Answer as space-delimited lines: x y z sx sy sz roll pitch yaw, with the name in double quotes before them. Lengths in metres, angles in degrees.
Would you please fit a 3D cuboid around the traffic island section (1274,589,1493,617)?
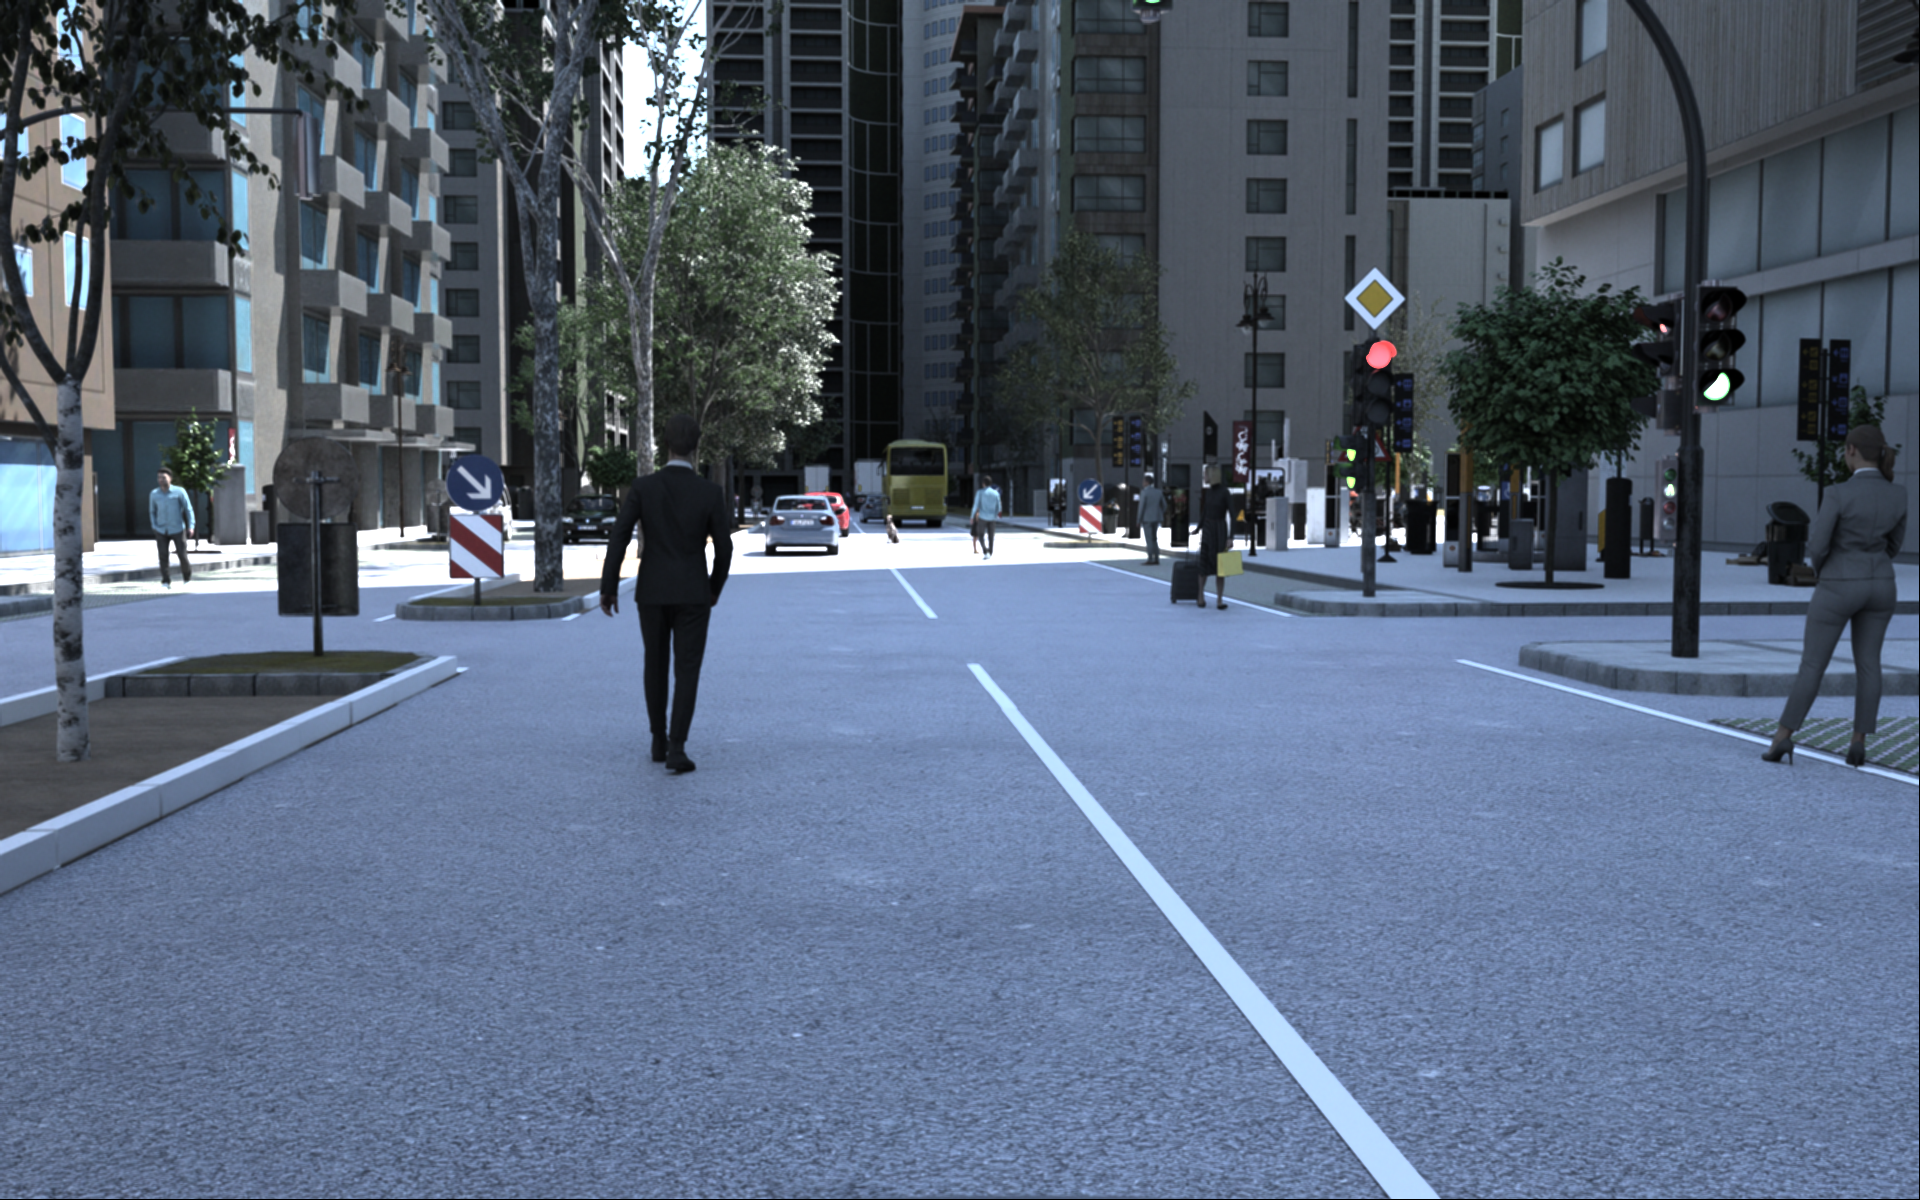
"traffic island section" 5.134 0.039 21.646 2.009 0.180 2.903 0 4 -4

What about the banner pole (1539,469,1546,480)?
"banner pole" 12.707 -2.882 37.131 0.863 3.779 0.401 1 4 23

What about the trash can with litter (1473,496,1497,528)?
"trash can with litter" 20.687 -3.338 65.629 2.233 1.210 1.678 3 5 42

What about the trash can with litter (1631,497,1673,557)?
"trash can with litter" 14.242 -1.529 36.055 1.678 1.210 2.233 0 4 -2

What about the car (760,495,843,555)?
"car" -3.818 -1.820 41.761 2.014 1.417 4.499 0 4 -5

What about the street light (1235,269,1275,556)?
"street light" 6.068 -3.850 35.736 0.468 5.910 1.993 0 4 -4

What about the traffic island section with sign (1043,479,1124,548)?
"traffic island section with sign" 3.272 -2.313 46.441 1.989 1.847 2.006 0 4 -4

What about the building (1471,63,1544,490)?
"building" 58.450 -29.592 167.428 14.086 41.232 14.154 0 4 -4

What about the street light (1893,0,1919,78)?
"street light" 7.836 -2.482 13.361 0.468 5.910 1.993 0 4 -4

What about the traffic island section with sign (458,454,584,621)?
"traffic island section with sign" -5.597 -0.756 20.503 2.006 1.907 1.989 0 4 -4

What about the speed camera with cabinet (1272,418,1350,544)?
"speed camera with cabinet" 9.107 -3.087 44.803 0.660 3.252 2.038 -3 5 -40

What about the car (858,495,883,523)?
"car" -4.057 -4.548 86.356 2.014 1.417 4.499 0 4 -6

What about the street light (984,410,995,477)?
"street light" 1.638 -7.525 95.819 0.468 5.910 1.993 0 4 -4

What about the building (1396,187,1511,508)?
"building" 43.411 -24.162 166.757 14.107 30.474 14.160 0 4 -4

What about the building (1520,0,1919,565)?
"building" 29.301 -27.213 34.174 27.495 52.752 28.713 0 4 -4

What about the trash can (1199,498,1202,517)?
"trash can" 9.238 -3.232 64.494 0.748 1.137 0.748 0 3 0

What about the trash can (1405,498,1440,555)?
"trash can" 9.832 -1.542 36.860 0.748 1.137 0.748 0 3 0

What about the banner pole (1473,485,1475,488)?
"banner pole" 25.597 -5.944 87.203 0.401 3.779 0.863 -3 4 -38

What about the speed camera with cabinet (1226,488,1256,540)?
"speed camera with cabinet" 8.525 -3.343 48.997 2.038 3.252 0.660 0 4 3

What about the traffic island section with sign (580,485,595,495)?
"traffic island section with sign" -15.768 -3.959 73.353 1.989 1.847 2.006 0 4 -4

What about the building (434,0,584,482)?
"building" -29.922 -20.156 101.248 14.160 30.474 14.107 0 4 -4

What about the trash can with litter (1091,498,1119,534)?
"trash can with litter" 4.518 -2.671 55.052 1.055 1.170 0.624 0 4 1

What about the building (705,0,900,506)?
"building" -16.912 -46.008 190.475 20.611 71.187 20.563 0 4 -4

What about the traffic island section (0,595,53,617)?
"traffic island section" -12.110 0.117 20.361 2.009 0.180 2.903 0 4 -4

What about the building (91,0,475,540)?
"building" -30.794 -26.898 59.398 23.786 49.044 30.456 0 4 -4

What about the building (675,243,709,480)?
"building" -34.350 -25.370 186.507 14.107 30.474 14.160 0 4 -4

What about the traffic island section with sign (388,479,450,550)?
"traffic island section with sign" -13.652 -2.232 45.119 1.989 1.847 2.006 0 4 -4

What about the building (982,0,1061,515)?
"building" 14.012 -30.176 112.994 23.786 49.044 30.456 0 4 -4

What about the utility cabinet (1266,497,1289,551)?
"utility cabinet" 7.198 -1.726 39.379 0.306 1.237 1.020 0 4 -3

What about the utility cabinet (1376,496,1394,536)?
"utility cabinet" 13.086 -2.620 53.999 0.306 1.237 1.020 -1 4 -23

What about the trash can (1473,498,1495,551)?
"trash can" 11.439 -1.567 37.273 0.748 1.137 0.748 0 3 0

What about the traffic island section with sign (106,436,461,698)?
"traffic island section with sign" -5.053 -0.305 13.116 2.006 1.907 1.989 0 4 -4

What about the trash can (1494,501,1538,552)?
"trash can" 11.518 -1.471 35.700 0.748 1.137 0.748 0 3 0

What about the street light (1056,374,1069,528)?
"street light" 3.833 -5.692 65.851 0.468 5.910 1.993 0 4 -4

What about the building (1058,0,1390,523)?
"building" 11.430 -18.987 82.140 14.160 30.474 14.107 0 4 -4

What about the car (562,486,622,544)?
"car" -10.726 -2.510 50.831 2.009 1.686 4.222 0 4 -6

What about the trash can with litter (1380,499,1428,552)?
"trash can with litter" 9.959 -1.666 38.627 1.055 1.170 0.624 0 4 -7

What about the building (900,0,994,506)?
"building" 7.518 -39.764 192.143 28.212 58.520 21.231 0 4 -4

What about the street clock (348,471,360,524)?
"street clock" -17.372 -2.747 49.487 0.471 2.002 0.358 2 4 27

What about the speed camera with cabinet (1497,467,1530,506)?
"speed camera with cabinet" 17.751 -3.666 54.278 2.038 3.252 0.660 -2 4 -32

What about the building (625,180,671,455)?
"building" -34.859 -23.824 161.229 14.107 30.474 14.160 0 4 -4

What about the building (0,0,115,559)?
"building" -25.055 -23.207 29.550 14.600 45.320 14.200 0 4 -4

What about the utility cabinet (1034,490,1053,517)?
"utility cabinet" 4.693 -5.335 95.899 1.173 1.500 0.318 -1 4 -16

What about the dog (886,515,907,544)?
"dog" -1.825 -2.021 49.884 0.800 0.831 0.513 -1 4 -22

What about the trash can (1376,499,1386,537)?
"trash can" 12.453 -2.472 52.073 0.748 1.137 0.748 0 3 0

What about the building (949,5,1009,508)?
"building" 10.479 -30.706 156.670 22.147 44.769 28.867 0 4 -4

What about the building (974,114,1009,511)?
"building" 7.895 -22.245 135.406 14.160 30.474 14.107 0 4 -4

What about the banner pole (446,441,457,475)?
"banner pole" -24.234 -5.656 82.496 0.401 3.779 0.863 2 4 33

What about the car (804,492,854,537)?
"car" -4.668 -3.033 58.634 2.155 1.783 4.494 0 4 -4

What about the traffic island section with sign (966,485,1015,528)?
"traffic island section with sign" 1.261 -3.957 73.321 1.989 1.847 2.006 0 4 -4

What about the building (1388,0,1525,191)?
"building" 52.507 -46.285 195.005 20.611 71.187 20.563 0 4 -4

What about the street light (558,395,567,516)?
"street light" -18.664 -6.629 81.165 0.468 5.910 1.993 0 4 -4

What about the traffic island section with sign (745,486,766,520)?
"traffic island section with sign" -11.229 -5.339 95.431 2.006 1.907 1.989 0 4 -4

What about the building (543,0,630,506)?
"building" -35.533 -42.841 138.702 20.563 71.187 20.611 0 4 -4

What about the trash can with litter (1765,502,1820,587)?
"trash can with litter" 11.790 -0.794 24.369 0.624 1.170 1.055 0 4 0

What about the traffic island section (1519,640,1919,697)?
"traffic island section" 5.731 0.526 13.683 2.009 0.180 2.903 0 4 -4

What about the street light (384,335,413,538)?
"street light" -16.331 -4.755 50.533 0.468 5.910 1.993 0 4 -4

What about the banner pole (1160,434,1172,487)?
"banner pole" 8.546 -4.994 71.668 0.401 3.779 0.863 3 5 41
